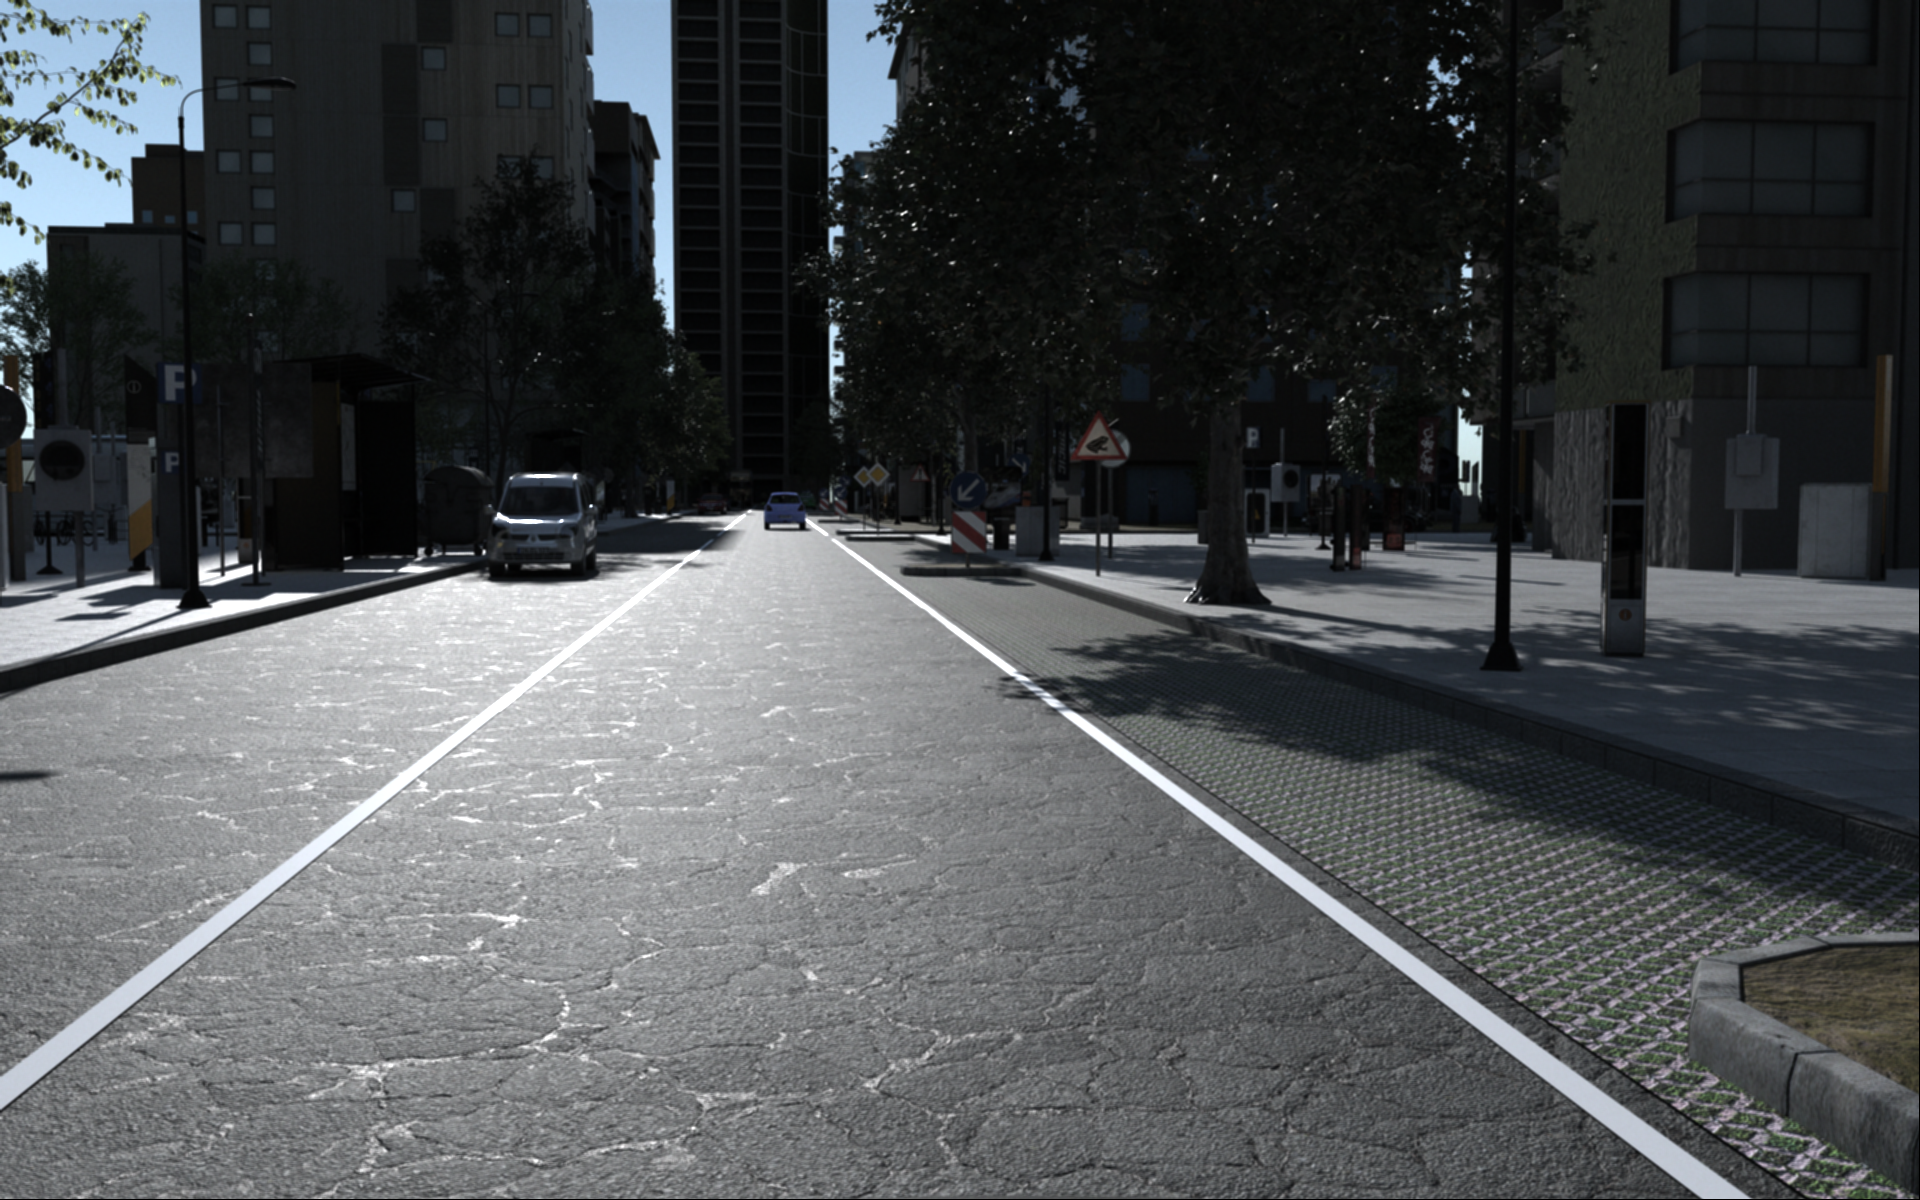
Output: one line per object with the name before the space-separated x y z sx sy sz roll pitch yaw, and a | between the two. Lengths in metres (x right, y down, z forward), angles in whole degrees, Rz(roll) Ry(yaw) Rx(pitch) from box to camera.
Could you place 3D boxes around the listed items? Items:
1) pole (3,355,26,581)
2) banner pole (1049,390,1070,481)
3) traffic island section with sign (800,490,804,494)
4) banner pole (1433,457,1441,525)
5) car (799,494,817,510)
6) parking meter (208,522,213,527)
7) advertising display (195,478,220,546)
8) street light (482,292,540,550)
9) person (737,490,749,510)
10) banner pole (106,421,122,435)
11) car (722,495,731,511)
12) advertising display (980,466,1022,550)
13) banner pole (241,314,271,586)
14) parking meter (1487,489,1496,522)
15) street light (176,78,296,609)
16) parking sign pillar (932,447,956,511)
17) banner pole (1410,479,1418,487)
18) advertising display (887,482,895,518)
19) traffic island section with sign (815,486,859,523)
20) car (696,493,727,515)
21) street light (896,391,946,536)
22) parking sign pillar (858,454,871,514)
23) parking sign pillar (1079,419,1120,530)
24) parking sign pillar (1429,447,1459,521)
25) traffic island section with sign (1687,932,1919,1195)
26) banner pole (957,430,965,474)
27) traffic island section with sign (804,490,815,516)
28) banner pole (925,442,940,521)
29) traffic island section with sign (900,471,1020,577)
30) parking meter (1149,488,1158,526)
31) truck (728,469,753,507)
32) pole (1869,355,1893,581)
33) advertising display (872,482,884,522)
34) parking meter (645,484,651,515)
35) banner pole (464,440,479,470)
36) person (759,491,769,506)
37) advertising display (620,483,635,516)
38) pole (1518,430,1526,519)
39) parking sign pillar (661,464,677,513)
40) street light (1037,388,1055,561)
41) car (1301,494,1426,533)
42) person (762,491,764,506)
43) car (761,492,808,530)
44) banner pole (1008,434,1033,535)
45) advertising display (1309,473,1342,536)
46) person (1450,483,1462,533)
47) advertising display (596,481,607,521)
pole | -13.939 -1.938 25.529 0.158 3.312 0.155 0 3 0
banner pole | 2.291 -3.112 40.903 0.863 3.779 0.401 -3 4 -36
traffic island section with sign | -14.416 -9.425 162.729 1.989 1.847 2.006 0 4 -6
banner pole | 19.713 -4.999 71.750 0.401 3.779 0.863 1 4 21
car | -13.585 -8.788 152.483 1.959 1.807 4.718 0 4 -5
parking meter | -29.026 -3.602 67.308 0.372 1.533 0.369 0 3 0
advertising display | -18.618 -2.270 42.331 0.974 1.923 0.123 -3 4 -39
street light | -10.353 -4.122 39.928 1.470 5.913 1.316 0 4 -6
person | -19.032 -8.736 151.851 1.217 1.766 0.721 2 4 24
banner pole | -29.090 -4.264 59.734 0.863 3.779 0.401 2 4 24
car | -20.728 -8.390 149.750 1.945 1.354 3.894 0 4 -6
advertising display | 0.947 -2.119 39.863 0.974 1.923 0.123 -1 4 -9
banner pole | -9.925 -2.107 24.460 0.401 3.779 0.863 0 4 -7
parking meter | 24.138 -4.298 78.679 0.372 1.533 0.369 0 3 0
street light | -8.113 -2.868 19.439 1.470 5.913 1.316 0 4 -6
parking sign pillar | -0.920 -6.772 99.195 1.447 3.967 1.447 -1 4 -15
banner pole | 35.800 -8.981 136.860 0.863 3.779 0.401 0 4 4
advertising display | -3.611 -5.357 92.796 0.123 1.923 0.974 2 4 35
traffic island section with sign | -6.043 -4.725 85.876 1.989 1.847 2.006 0 4 -6
car | -17.289 -6.842 120.902 2.155 1.783 4.494 0 4 -4
street light | -1.116 -4.952 53.508 1.470 5.913 1.316 0 4 -6
parking sign pillar | -6.013 -7.723 114.741 1.447 3.967 1.447 0 4 3
parking sign pillar | 5.018 -4.509 62.196 1.447 3.967 1.447 -1 4 -16
parking sign pillar | 23.399 -5.819 83.609 1.447 3.967 1.447 1 4 13
traffic island section with sign | 2.877 0.282 4.019 1.989 1.847 2.006 0 4 -6
banner pole | 0.148 -3.844 52.864 0.401 3.779 0.863 -3 4 -39
traffic island section with sign | -8.987 -6.379 112.920 1.989 1.847 2.006 0 4 -6
banner pole | -1.242 -5.655 82.484 0.401 3.779 0.863 -2 4 -24
traffic island section with sign | -0.043 -1.357 30.816 1.989 1.847 2.006 0 4 -6
parking meter | 7.833 -3.774 70.112 0.372 1.533 0.369 0 3 0
truck | -25.093 -12.815 198.433 2.839 4.237 11.283 0 4 -6
pole | 13.549 -1.935 25.473 0.158 3.312 0.155 0 3 0
advertising display | -3.829 -4.617 80.704 0.123 1.923 0.974 2 4 26
parking meter | -18.912 -6.069 104.932 0.255 1.863 0.399 1 4 17
banner pole | -22.717 -5.529 80.413 0.863 3.779 0.401 0 4 -3
person | -23.376 -12.089 206.171 1.348 1.823 0.705 1 4 22
advertising display | -19.176 -5.790 99.876 0.123 1.923 0.974 3 5 45
pole | 17.669 -3.708 54.462 0.158 3.312 0.155 0 3 0
parking sign pillar | -20.238 -7.990 119.104 1.447 3.967 1.447 0 4 -4
street light | 1.120 -3.699 33.019 1.470 5.913 1.316 0 4 -6
car | 13.782 -3.023 59.217 4.222 1.686 2.009 0 4 -5
person | -24.052 -12.453 212.066 0.705 1.831 1.348 -1 4 -15
car | -7.204 -3.763 71.122 1.945 1.707 3.694 0 4 -7
banner pole | 1.747 -3.945 54.512 0.863 3.779 0.401 2 4 30
advertising display | 11.058 -2.889 52.451 0.974 1.923 0.123 0 4 7
person | 16.814 -3.058 58.672 0.419 1.800 0.721 0 4 1
advertising display | -17.168 -4.739 82.696 0.123 1.923 0.974 -3 5 -43
